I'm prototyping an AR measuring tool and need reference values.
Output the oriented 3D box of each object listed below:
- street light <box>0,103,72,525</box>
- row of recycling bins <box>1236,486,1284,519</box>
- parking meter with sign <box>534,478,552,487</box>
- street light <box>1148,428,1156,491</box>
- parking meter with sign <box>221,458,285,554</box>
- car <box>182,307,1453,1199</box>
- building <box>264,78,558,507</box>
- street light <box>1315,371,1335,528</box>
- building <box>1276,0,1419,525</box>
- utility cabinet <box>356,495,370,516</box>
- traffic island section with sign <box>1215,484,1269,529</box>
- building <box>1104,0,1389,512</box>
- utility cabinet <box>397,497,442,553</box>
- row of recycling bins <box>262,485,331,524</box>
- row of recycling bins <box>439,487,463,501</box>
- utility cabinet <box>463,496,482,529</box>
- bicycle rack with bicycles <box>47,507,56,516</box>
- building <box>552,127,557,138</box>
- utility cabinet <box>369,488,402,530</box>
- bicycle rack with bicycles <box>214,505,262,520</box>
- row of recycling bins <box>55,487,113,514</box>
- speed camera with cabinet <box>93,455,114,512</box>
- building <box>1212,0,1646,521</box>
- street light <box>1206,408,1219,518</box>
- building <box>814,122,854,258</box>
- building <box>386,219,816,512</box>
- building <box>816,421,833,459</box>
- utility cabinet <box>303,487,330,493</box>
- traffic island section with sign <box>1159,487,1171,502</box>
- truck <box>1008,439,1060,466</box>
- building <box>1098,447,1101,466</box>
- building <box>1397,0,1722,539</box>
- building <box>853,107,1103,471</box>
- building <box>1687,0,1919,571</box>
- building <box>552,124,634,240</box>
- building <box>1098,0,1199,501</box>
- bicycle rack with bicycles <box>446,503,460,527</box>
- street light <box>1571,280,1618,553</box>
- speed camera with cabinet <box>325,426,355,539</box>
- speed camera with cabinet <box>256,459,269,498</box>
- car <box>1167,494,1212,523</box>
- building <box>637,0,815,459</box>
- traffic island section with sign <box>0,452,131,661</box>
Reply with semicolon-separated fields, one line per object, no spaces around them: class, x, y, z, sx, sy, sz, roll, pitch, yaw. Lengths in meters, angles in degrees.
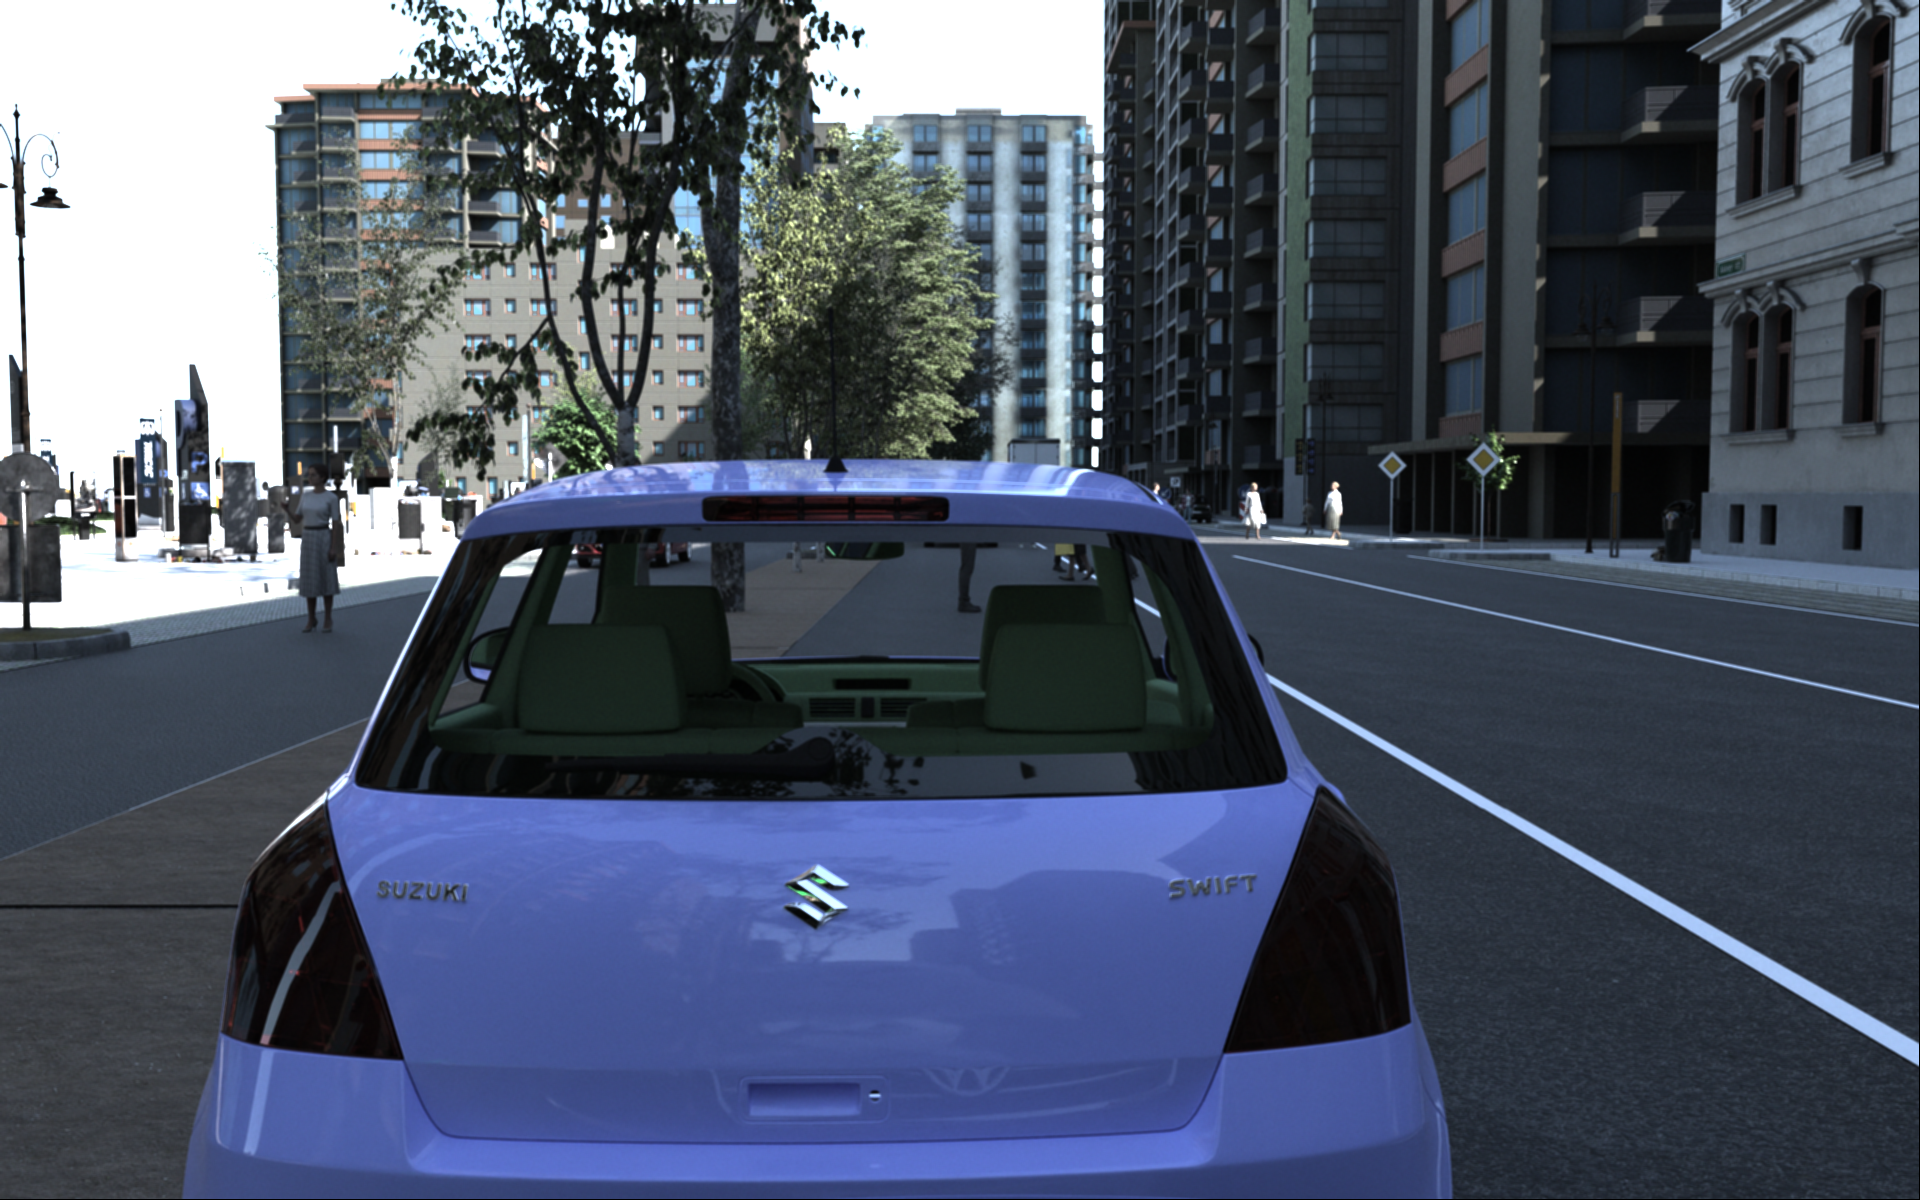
street light;-11.149;-2.927;20.639;0.468;5.910;1.993;0;4;0
row of recycling bins;16.098;-5.168;91.606;3.534;1.692;1.069;-2;4;-29
parking meter with sign;-21.582;-5.609;87.976;1.738;3.016;0.543;0;4;-8
street light;13.357;-9.031;120.437;0.468;5.910;1.993;0;4;0
parking meter with sign;-15.427;-2.499;37.118;1.738;3.016;0.543;-1;4;-22
car;-0.220;0.352;3.835;1.945;1.707;3.694;0;4;-2
building;-56.701;-32.453;185.226;28.867;44.769;22.147;0;4;0
street light;13.680;-5.648;65.127;0.468;5.910;1.993;0;4;0
building;21.379;-24.091;77.487;14.154;41.232;14.086;0;4;0
utility cabinet;-34.751;-5.495;101.000;1.020;1.237;0.306;-3;4;-36
traffic island section with sign;11.553;-3.831;71.268;1.989;1.847;2.006;0;4;0
building;24.996;-30.949;160.636;22.147;44.769;28.867;0;4;0
utility cabinet;-11.937;-1.644;38.039;1.020;1.237;0.306;0;4;2
row of recycling bins;-29.013;-4.243;76.492;1.069;1.692;3.534;2;4;25
row of recycling bins;-32.420;-6.152;107.692;3.534;1.692;1.069;1;4;21
utility cabinet;-17.639;-3.150;62.666;0.306;1.237;1.020;1;4;9
bicycle rack with bicycles;-53.773;-5.398;101.647;2.852;0.926;2.925;0;4;-8
building;-64.368;-36.551;217.213;30.456;49.044;23.786;0;4;0
utility cabinet;-20.423;-3.235;61.576;0.318;1.500;1.173;2;4;34
bicycle rack with bicycles;-35.084;-4.386;85.086;2.852;0.926;2.925;-3;4;-38
row of recycling bins;-53.394;-6.042;105.901;3.534;1.692;1.069;-3;5;-43
speed camera with cabinet;-43.075;-5.707;87.645;2.038;3.252;0.660;-3;5;-44
building;25.203;-27.657;106.819;22.147;44.769;28.867;0;4;0
street light;13.489;-7.339;92.782;0.468;5.910;1.993;0;4;0
building;-23.943;-36.204;215.637;21.600;48.544;21.300;0;4;0
building;-26.537;-17.823;136.439;27.650;21.520;28.899;0;4;0
building;-27.475;-20.671;183.005;28.899;21.520;27.650;0;4;0
utility cabinet;-20.577;-2.852;55.314;1.173;1.500;0.318;3;4;38
traffic island section with sign;11.409;-5.480;98.223;1.989;1.847;2.006;0;4;0
truck;3.849;-6.377;93.185;2.839;4.237;11.283;0;4;0
building;32.933;-55.202;215.224;31.000;86.520;22.319;0;4;0
building;29.211;-24.667;57.930;28.867;44.769;22.147;0;4;0
building;2.200;-36.551;217.211;30.456;49.044;23.786;0;4;0
building;22.236;-14.558;25.409;14.401;28.519;23.554;0;4;0
building;-42.018;-34.417;212.827;14.200;45.320;14.600;0;4;0
building;24.097;-45.643;184.518;20.563;71.187;20.611;0;4;0
bicycle rack with bicycles;-20.076;-3.315;67.586;2.852;0.926;2.925;0;4;-7
street light;13.707;-3.962;37.562;0.468;5.910;1.993;0;4;0
speed camera with cabinet;-17.758;-3.376;49.541;0.660;3.252;2.038;-1;4;-11
speed camera with cabinet;-39.353;-6.239;96.342;0.660;3.252;2.038;1;4;20
car;11.266;-4.609;85.143;2.009;1.686;4.222;0;4;-1
building;-20.683;-31.018;157.251;14.600;45.320;14.200;0;4;0
traffic island section with sign;-8.702;-0.426;15.589;1.989;1.847;2.006;0;4;0
